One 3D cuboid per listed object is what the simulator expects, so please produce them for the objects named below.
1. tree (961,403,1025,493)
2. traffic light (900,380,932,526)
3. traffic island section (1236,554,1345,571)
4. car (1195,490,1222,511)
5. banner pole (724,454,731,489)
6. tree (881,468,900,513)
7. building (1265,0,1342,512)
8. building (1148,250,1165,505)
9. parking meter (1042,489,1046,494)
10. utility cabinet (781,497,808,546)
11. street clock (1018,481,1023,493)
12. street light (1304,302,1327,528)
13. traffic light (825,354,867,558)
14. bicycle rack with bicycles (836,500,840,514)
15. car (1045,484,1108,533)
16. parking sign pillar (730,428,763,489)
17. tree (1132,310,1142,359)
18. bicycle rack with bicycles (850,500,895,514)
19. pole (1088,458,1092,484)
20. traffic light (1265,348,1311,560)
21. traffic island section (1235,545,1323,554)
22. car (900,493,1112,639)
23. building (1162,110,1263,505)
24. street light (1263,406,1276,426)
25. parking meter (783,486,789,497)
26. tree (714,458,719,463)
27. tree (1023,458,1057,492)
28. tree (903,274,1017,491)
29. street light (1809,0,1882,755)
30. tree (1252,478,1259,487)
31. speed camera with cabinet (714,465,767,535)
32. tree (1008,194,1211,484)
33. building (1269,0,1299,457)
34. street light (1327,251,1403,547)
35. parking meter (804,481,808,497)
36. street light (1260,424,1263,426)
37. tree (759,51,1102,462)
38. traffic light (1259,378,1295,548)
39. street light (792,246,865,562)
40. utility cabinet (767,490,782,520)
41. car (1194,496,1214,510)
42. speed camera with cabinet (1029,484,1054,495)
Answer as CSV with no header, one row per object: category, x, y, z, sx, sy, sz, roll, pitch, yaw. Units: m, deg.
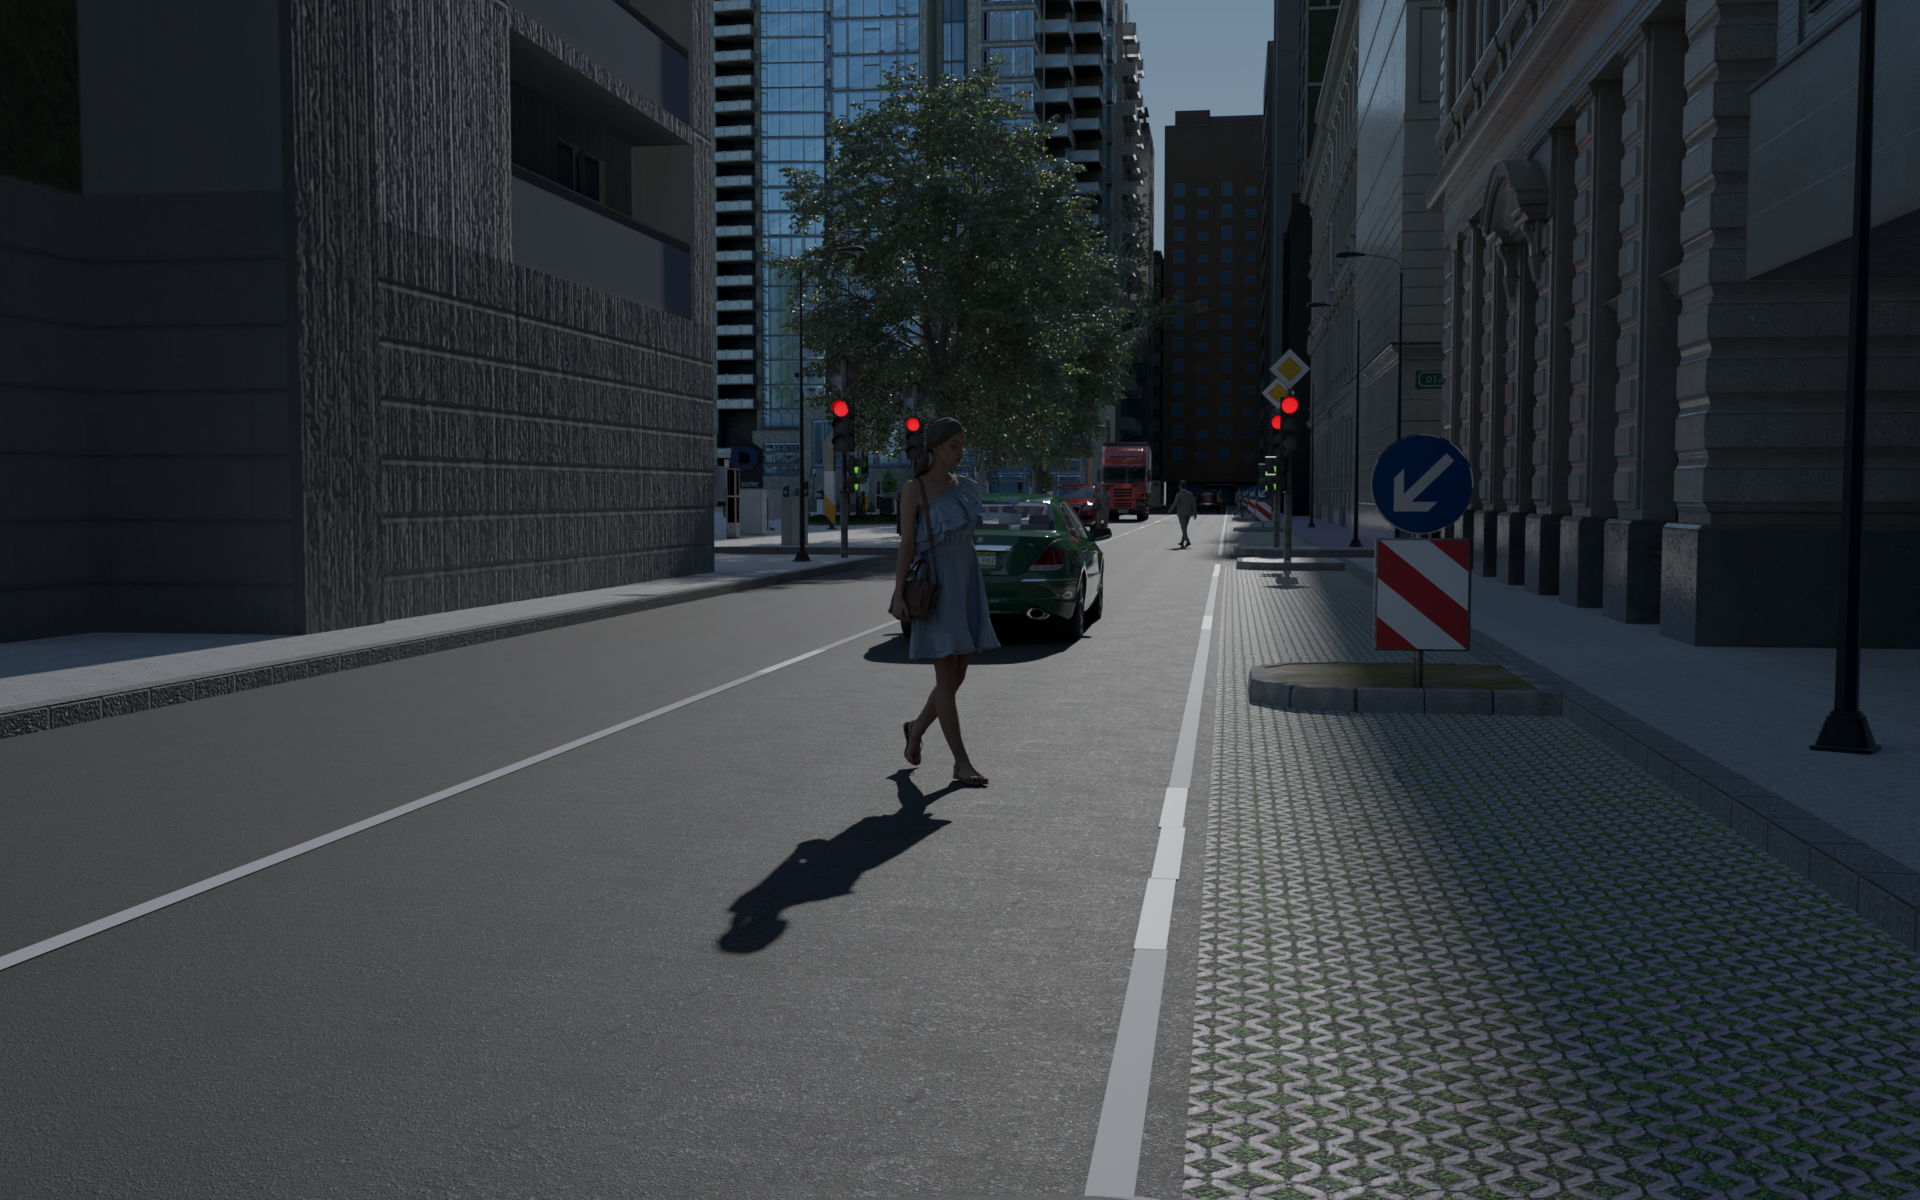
tree,1.793,-8.944,96.593,4.360,8.622,3.978,0,3,0
traffic light,-1.085,-3.292,42.752,0.839,4.253,0.868,1,4,9
traffic island section,6.382,-0.695,33.641,2.009,0.180,2.903,1,4,9
car,21.100,-8.468,147.117,2.281,1.827,5.304,1,4,8
banner pole,-14.521,-7.255,108.639,0.863,3.779,0.401,3,5,43
tree,-4.980,-7.531,117.727,1.663,3.219,1.824,0,3,0
building,33.530,-42.190,128.057,20.563,71.187,20.611,1,4,9
building,17.470,-26.650,207.420,14.107,30.474,14.160,1,4,9
parking meter,3.848,-4.432,80.873,0.372,1.533,0.369,0,3,0
utility cabinet,-4.149,-1.971,43.393,0.306,1.237,1.020,1,4,20
street clock,3.450,-5.785,99.151,0.358,2.002,0.471,1,4,9
street light,9.080,-4.248,41.994,1.470,5.913,1.316,1,4,9
traffic light,-2.315,-2.810,34.862,0.839,4.253,0.868,1,4,9
bicycle rack with bicycles,-7.666,-5.933,110.384,2.925,0.926,2.852,2,4,30
car,4.355,-3.428,64.717,2.281,1.827,5.304,1,4,11
parking sign pillar,-8.643,-4.998,70.194,1.447,3.967,1.447,0,4,2
tree,3.482,-10.590,79.802,9.857,13.997,8.962,0,3,0
bicycle rack with bicycles,-4.985,-5.468,102.790,2.925,0.926,2.852,1,4,11
pole,7.119,-6.165,94.641,0.158,3.312,0.155,0,3,0
traffic light,6.344,-2.729,33.533,0.839,4.253,0.868,1,4,9
traffic island section,7.612,-1.177,41.531,2.009,0.180,2.903,1,4,9
car,0.533,-0.420,18.659,2.131,1.459,4.920,1,4,9
building,31.459,-33.927,204.819,14.200,45.320,14.600,1,4,9
street light,16.878,-7.262,91.279,1.470,5.913,1.316,1,4,9
parking meter,-11.989,-6.956,119.434,0.399,1.863,0.255,1,4,15
tree,-14.495,-6.615,91.869,4.285,4.588,4.351,0,3,0
tree,4.244,-5.770,88.939,1.663,3.219,1.824,0,3,0
tree,0.379,-6.538,57.257,4.737,8.622,4.395,0,3,0
street light,3.914,-2.206,8.610,1.470,5.913,1.316,1,4,9
tree,33.271,-12.081,192.126,1.663,3.219,1.824,0,3,0
speed camera with cabinet,-7.099,-3.663,54.233,2.038,3.252,0.660,1,4,12
tree,8.986,-15.484,109.052,12.611,20.169,13.585,0,3,0
building,38.123,-37.335,152.431,21.231,58.520,28.212,1,4,9
street light,7.862,-3.709,33.182,1.470,5.913,1.316,1,4,9
parking meter,-6.964,-4.367,77.115,0.255,1.863,0.399,3,5,42
street light,20.669,-8.740,115.441,1.470,5.913,1.316,1,4,9
tree,-0.531,-8.740,49.554,9.857,13.997,8.962,0,3,0
traffic light,7.574,-3.211,41.423,0.839,4.253,0.868,1,4,9
street light,-2.465,-3.676,32.638,1.470,5.913,1.316,1,4,9
utility cabinet,-9.518,-4.871,88.324,0.318,1.500,1.173,2,4,28
car,22.110,-9.078,157.213,1.959,1.807,4.718,1,4,10
speed camera with cabinet,4.880,-6.517,100.892,0.660,3.252,2.038,3,5,44
